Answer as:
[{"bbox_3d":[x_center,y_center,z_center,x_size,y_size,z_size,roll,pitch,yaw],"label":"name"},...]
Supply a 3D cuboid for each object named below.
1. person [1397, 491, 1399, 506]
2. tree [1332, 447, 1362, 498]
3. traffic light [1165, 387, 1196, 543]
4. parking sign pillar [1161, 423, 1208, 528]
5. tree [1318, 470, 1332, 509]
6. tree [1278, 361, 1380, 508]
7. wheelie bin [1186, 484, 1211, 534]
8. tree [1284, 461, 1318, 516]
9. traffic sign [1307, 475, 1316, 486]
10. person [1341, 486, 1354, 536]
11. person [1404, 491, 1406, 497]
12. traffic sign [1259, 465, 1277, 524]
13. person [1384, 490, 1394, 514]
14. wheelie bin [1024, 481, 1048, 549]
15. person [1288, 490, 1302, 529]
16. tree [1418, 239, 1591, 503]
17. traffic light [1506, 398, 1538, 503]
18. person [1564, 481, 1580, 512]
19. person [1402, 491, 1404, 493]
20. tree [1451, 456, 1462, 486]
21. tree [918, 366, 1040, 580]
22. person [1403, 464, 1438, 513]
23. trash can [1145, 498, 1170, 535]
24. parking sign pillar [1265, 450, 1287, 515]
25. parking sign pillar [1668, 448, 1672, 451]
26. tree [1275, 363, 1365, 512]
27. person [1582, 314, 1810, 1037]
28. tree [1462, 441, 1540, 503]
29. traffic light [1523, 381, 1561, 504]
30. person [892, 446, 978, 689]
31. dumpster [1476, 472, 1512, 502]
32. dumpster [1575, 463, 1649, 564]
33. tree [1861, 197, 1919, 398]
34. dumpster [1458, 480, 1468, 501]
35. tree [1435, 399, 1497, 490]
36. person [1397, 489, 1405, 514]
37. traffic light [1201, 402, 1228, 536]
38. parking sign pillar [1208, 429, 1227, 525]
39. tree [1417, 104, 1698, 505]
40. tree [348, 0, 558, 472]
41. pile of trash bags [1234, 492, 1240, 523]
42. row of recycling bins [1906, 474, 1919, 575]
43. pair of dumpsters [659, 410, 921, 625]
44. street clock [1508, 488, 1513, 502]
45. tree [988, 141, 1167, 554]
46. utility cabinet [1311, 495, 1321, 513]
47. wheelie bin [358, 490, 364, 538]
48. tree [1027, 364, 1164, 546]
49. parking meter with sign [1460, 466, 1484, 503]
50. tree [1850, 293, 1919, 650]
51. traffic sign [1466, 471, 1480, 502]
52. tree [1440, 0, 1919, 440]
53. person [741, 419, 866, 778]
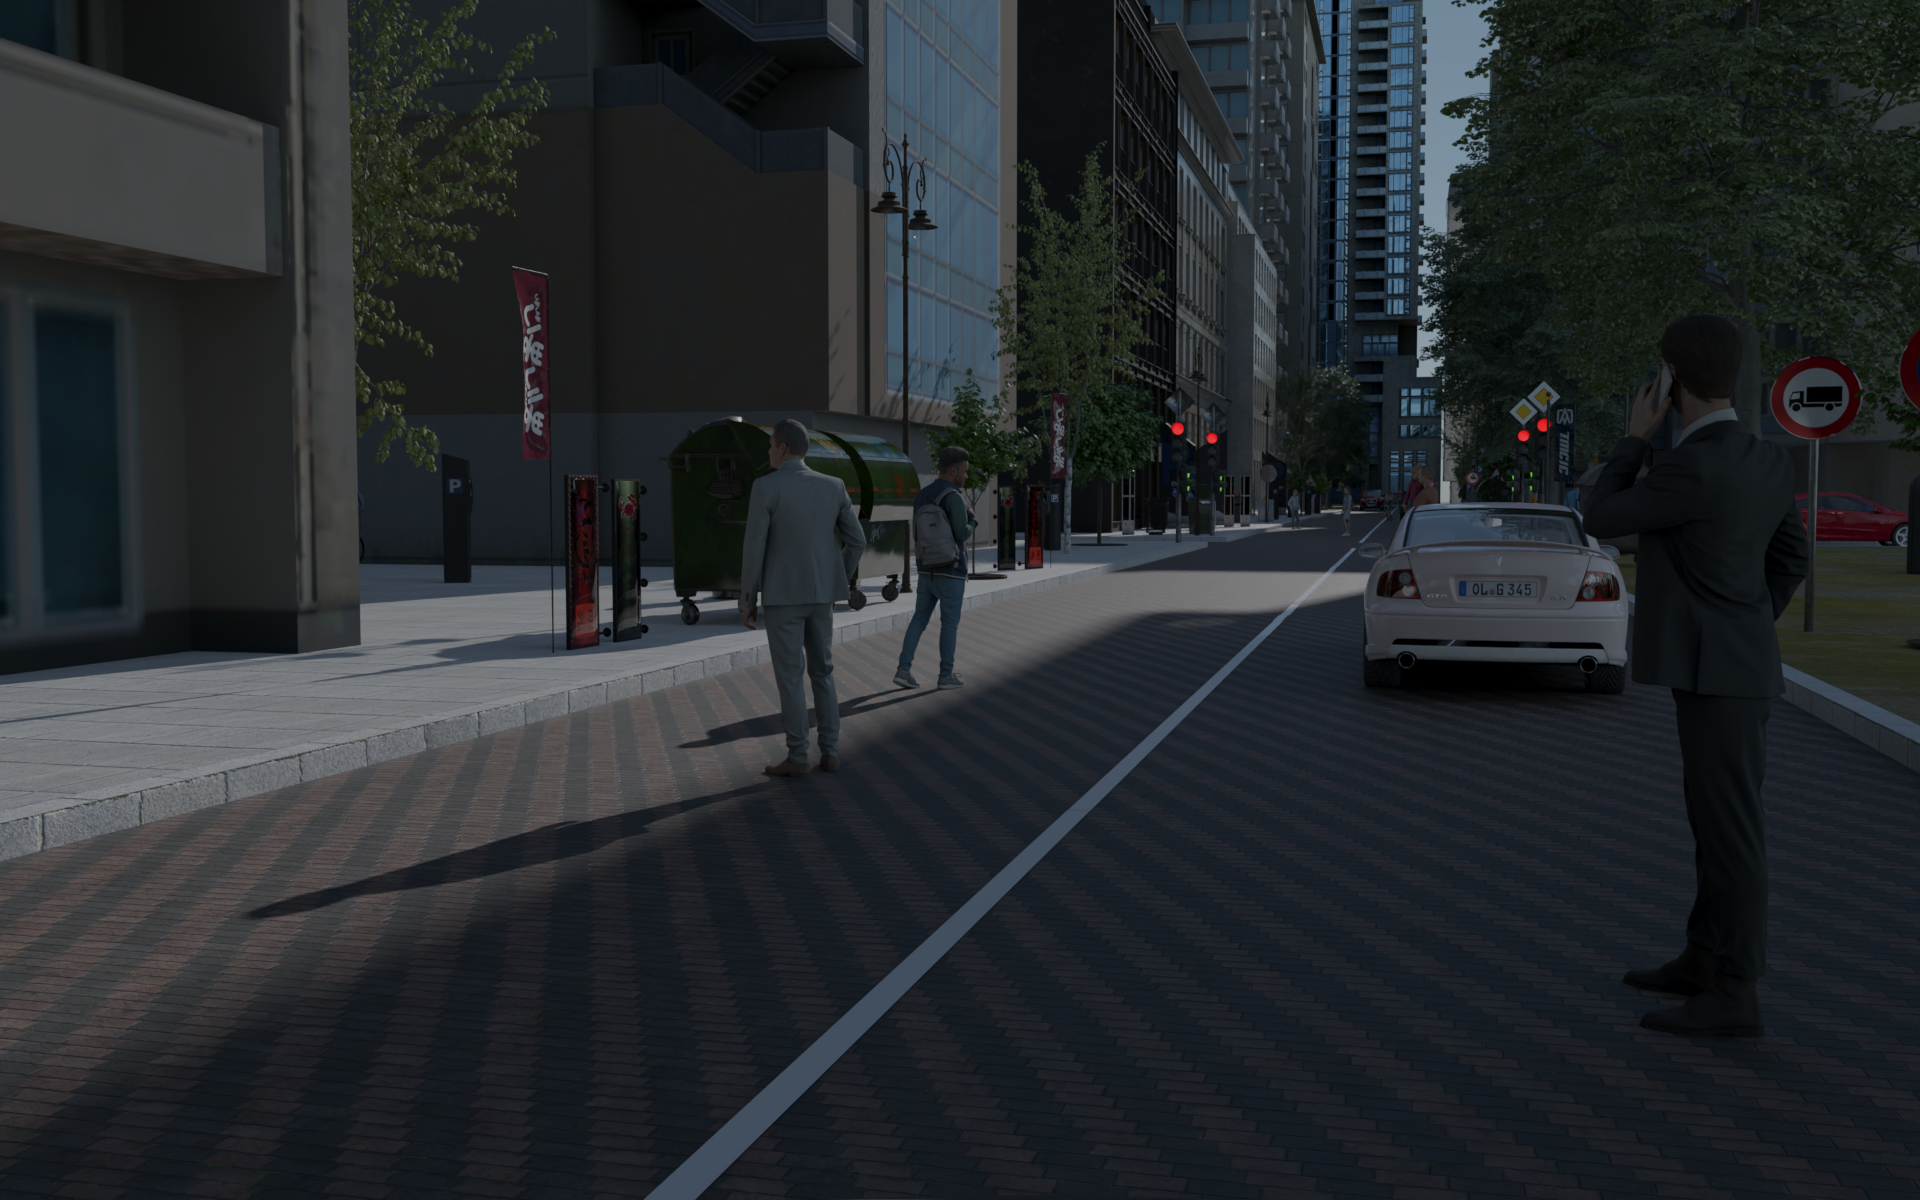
[{"bbox_3d":[47.993,-11.016,189.280,0.621,1.740,0.551,-3,4,-37],"label":"person"},{"bbox_3d":[40.062,-14.131,181.401,4.360,8.622,3.978,0,3,0],"label":"tree"},{"bbox_3d":[5.755,-3.453,45.381,0.839,4.253,0.868,1,4,15],"label":"traffic light"},{"bbox_3d":[8.254,-4.705,65.394,1.447,3.967,1.447,3,5,39],"label":"parking sign pillar"},{"bbox_3d":[28.833,-8.744,137.570,1.663,3.219,1.824,0,3,0],"label":"tree"},{"bbox_3d":[34.783,-15.720,163.677,9.857,13.997,8.962,0,3,0],"label":"tree"},{"bbox_3d":[7.645,-2.903,55.371,0.980,1.594,0.693,-2,4,-31],"label":"wheelie bin"},{"bbox_3d":[19.539,-6.490,100.705,1.663,3.219,1.824,0,3,0],"label":"tree"},{"bbox_3d":[23.255,-7.048,115.236,0.884,2.594,0.081,1,4,23],"label":"traffic sign"},{"bbox_3d":[13.262,-3.049,59.361,0.522,1.701,0.512,0,4,-7],"label":"person"},{"bbox_3d":[44.143,-9.941,171.713,1.217,1.739,0.721,1,4,19],"label":"person"},{"bbox_3d":[13.340,-4.584,75.048,0.768,2.556,0.104,1,4,17],"label":"traffic sign"},{"bbox_3d":[30.135,-6.895,121.828,0.593,1.750,0.643,-1,4,-13],"label":"person"},{"bbox_3d":[1.887,-1.996,40.543,0.693,1.594,0.980,1,4,14],"label":"wheelie bin"},{"bbox_3d":[13.682,-3.698,70.777,0.589,1.601,0.330,-1,4,-23],"label":"person"},{"bbox_3d":[21.747,-8.649,67.172,9.928,11.665,9.643,0,3,0],"label":"tree"},{"bbox_3d":[16.494,-3.788,50.860,0.839,4.253,0.868,1,4,15],"label":"traffic light"},{"bbox_3d":[16.369,-2.278,46.094,0.601,1.785,0.444,2,4,31],"label":"person"},{"bbox_3d":[48.899,-11.152,190.923,0.705,1.812,1.348,0,4,-6],"label":"person"},{"bbox_3d":[37.737,-8.777,127.224,4.285,4.588,4.351,0,3,0],"label":"tree"},{"bbox_3d":[0.098,-1.942,26.356,1.663,3.219,1.824,0,3,0],"label":"tree"},{"bbox_3d":[6.109,-0.882,22.897,0.573,1.828,0.580,-2,4,-26],"label":"person"},{"bbox_3d":[6.141,-2.610,54.320,0.748,1.137,0.748,0,3,0],"label":"trash can"},{"bbox_3d":[19.248,-7.166,105.632,1.447,3.967,1.447,1,4,18],"label":"parking sign pillar"},{"bbox_3d":[34.158,-5.767,82.767,1.447,3.967,1.447,-3,5,-44],"label":"parking sign pillar"},{"bbox_3d":[24.327,-11.487,122.232,8.767,10.594,7.601,1,4,14],"label":"tree"},{"bbox_3d":[1.971,0.195,4.681,0.474,1.900,0.648,3,4,38],"label":"person"},{"bbox_3d":[27.168,-6.216,85.339,4.285,4.588,4.351,0,3,0],"label":"tree"},{"bbox_3d":[14.480,-3.316,43.132,0.839,4.253,0.868,1,4,15],"label":"traffic light"},{"bbox_3d":[-0.137,-0.237,12.723,0.623,1.781,0.721,3,4,36],"label":"person"},{"bbox_3d":[24.143,-4.640,78.364,1.502,2.255,1.985,1,4,15],"label":"dumpster"},{"bbox_3d":[11.708,-1.538,30.902,1.264,1.857,1.865,1,4,15],"label":"dumpster"},{"bbox_3d":[21.869,-5.315,37.261,4.737,8.622,4.395,0,3,0],"label":"tree"},{"bbox_3d":[32.472,-6.581,110.094,1.502,2.255,1.985,1,4,14],"label":"dumpster"},{"bbox_3d":[34.857,-10.255,118.038,4.737,8.622,4.395,0,3,0],"label":"tree"},{"bbox_3d":[32.132,-7.170,126.179,0.683,1.767,0.568,2,4,34],"label":"person"},{"bbox_3d":[7.769,-3.926,53.109,0.839,4.253,0.868,1,4,15],"label":"traffic light"},{"bbox_3d":[10.371,-5.089,71.683,1.447,3.967,1.447,0,4,-4],"label":"parking sign pillar"},{"bbox_3d":[19.297,-9.138,56.067,9.857,13.997,8.962,0,3,0],"label":"tree"},{"bbox_3d":[-6.603,-4.120,17.726,4.737,8.622,4.395,0,3,0],"label":"tree"},{"bbox_3d":[12.292,-4.220,78.744,1.912,1.369,3.447,1,4,17],"label":"pile of trash bags"},{"bbox_3d":[16.968,-1.269,27.866,3.534,1.692,1.069,-1,4,-12],"label":"row of recycling bins"},{"bbox_3d":[-1.736,-0.994,18.739,1.574,2.255,4.437,1,4,15],"label":"pair of dumpsters"},{"bbox_3d":[30.622,-5.622,96.486,0.358,2.002,0.471,1,4,9],"label":"street clock"},{"bbox_3d":[2.340,-5.302,37.057,4.737,8.622,4.395,0,3,0],"label":"tree"},{"bbox_3d":[23.548,-6.380,115.479,1.020,1.237,0.306,1,4,14],"label":"utility cabinet"},{"bbox_3d":[-8.377,-0.929,23.089,0.693,1.594,0.980,2,4,33],"label":"wheelie bin"},{"bbox_3d":[3.396,-3.637,43.178,4.285,4.588,4.351,0,3,0],"label":"tree"},{"bbox_3d":[31.602,-6.774,107.016,1.738,3.016,0.543,-3,5,-40],"label":"parking meter with sign"},{"bbox_3d":[8.413,-1.192,14.085,1.663,3.219,1.824,0,3,0],"label":"tree"},{"bbox_3d":[27.917,-5.761,94.294,0.768,2.556,0.104,1,4,16],"label":"traffic sign"},{"bbox_3d":[9.918,-6.386,22.541,7.486,12.596,7.792,0,3,0],"label":"tree"},{"bbox_3d":[-0.813,-0.014,8.831,0.635,1.810,0.391,-3,5,-41],"label":"person"}]
